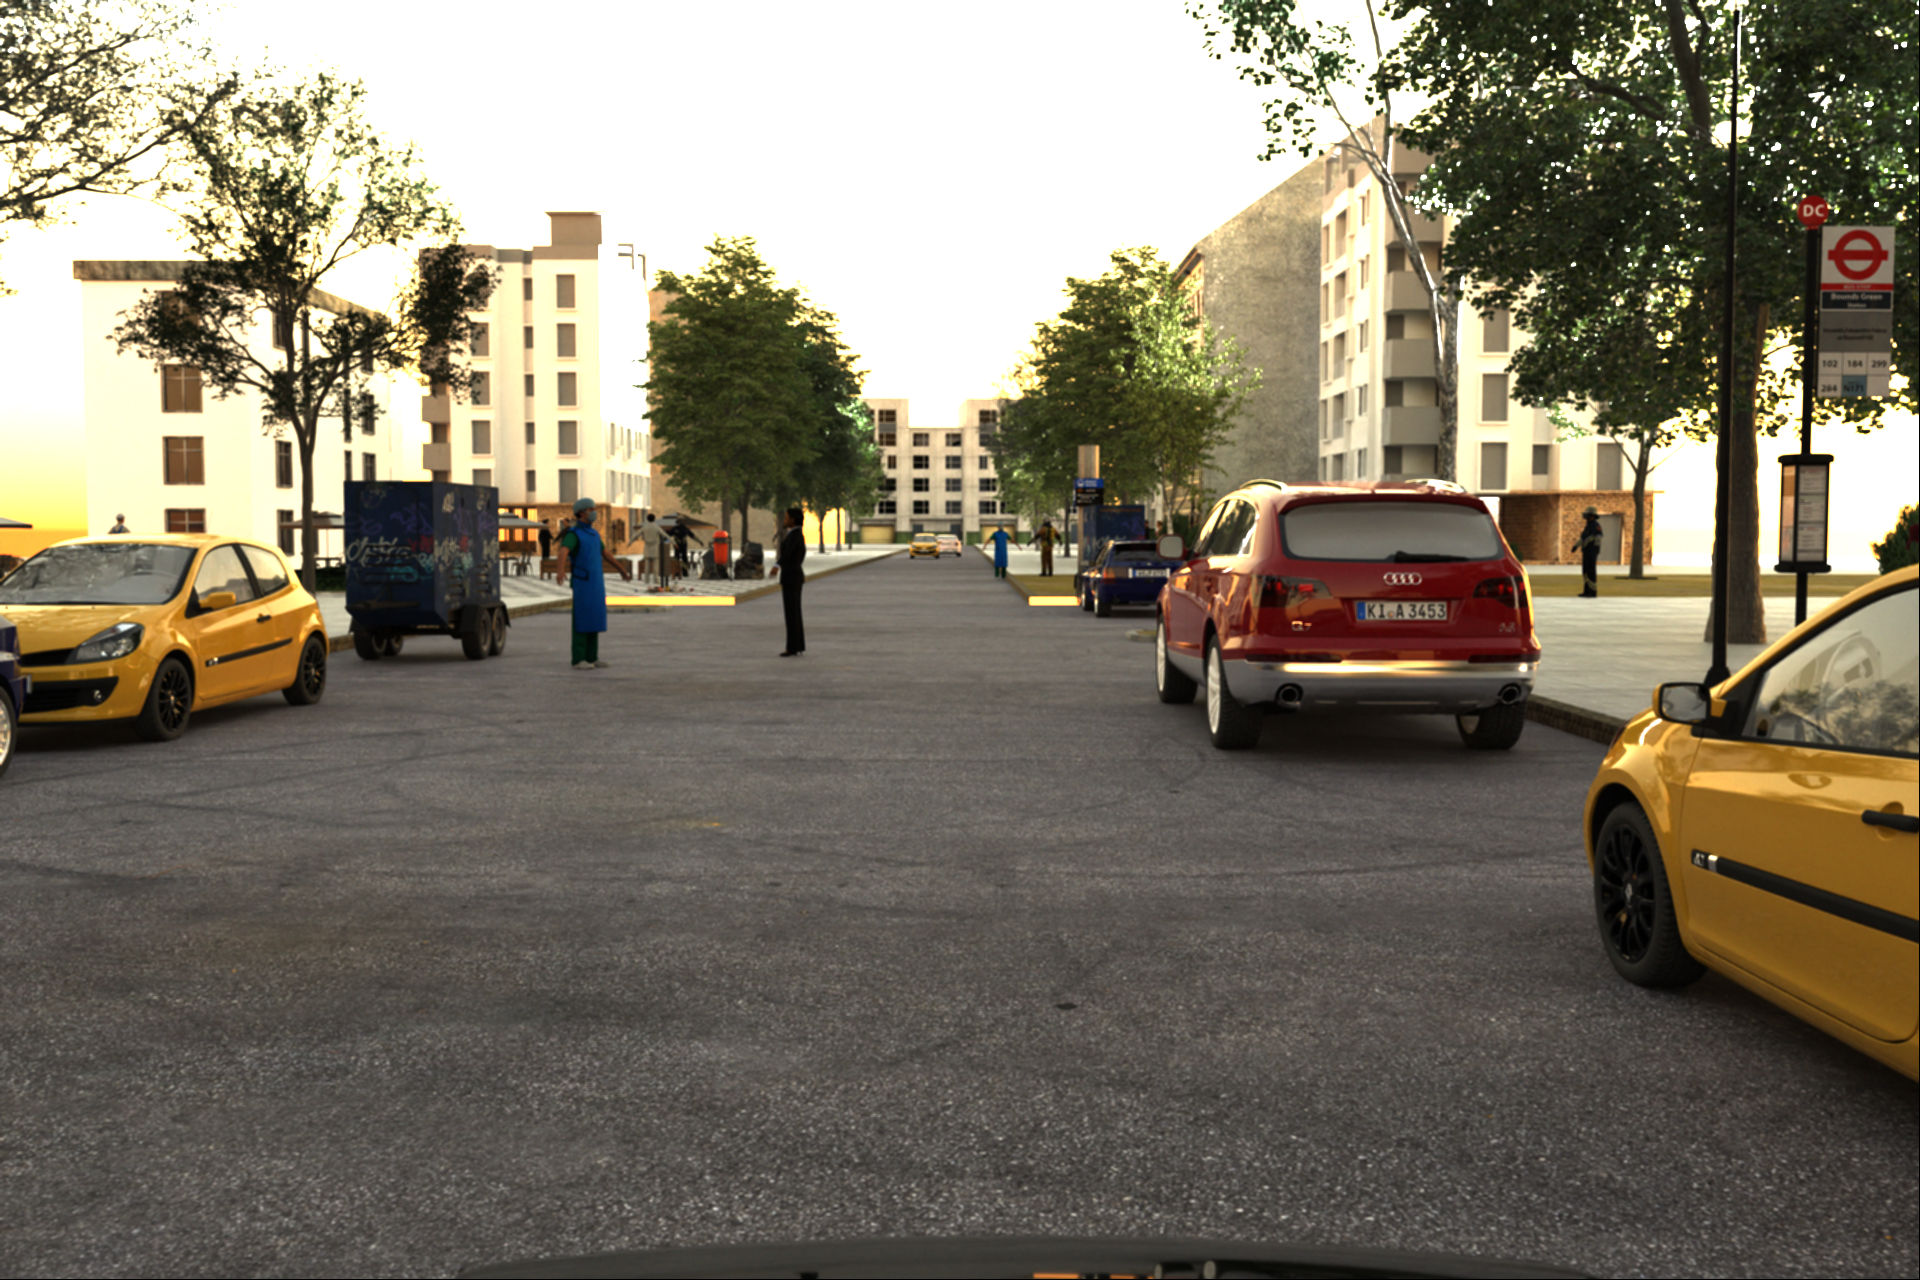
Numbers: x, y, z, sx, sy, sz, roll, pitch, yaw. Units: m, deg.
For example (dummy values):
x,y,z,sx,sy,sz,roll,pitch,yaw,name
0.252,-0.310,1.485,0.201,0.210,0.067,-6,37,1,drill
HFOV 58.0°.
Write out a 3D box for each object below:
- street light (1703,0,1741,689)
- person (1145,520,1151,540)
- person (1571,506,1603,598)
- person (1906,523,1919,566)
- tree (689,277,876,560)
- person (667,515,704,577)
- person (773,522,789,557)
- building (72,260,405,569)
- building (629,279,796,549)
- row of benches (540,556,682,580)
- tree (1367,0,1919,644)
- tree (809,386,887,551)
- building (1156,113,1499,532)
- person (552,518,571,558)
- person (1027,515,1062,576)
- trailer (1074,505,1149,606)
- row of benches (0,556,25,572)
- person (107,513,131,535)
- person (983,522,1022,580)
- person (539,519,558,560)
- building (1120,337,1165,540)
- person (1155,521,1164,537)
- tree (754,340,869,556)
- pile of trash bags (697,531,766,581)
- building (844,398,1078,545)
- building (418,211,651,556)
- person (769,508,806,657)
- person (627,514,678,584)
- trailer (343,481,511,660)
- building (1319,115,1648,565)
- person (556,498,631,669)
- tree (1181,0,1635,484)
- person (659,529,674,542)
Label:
x,y,z,sx,sy,sz,roll,pitch,yaw,name
6.757,-2.535,13.994,1.470,5.913,1.316,0,4,0,street light
6.900,-3.564,64.494,0.704,1.802,1.346,0,4,-6,person
12.724,-1.785,35.057,0.704,1.845,1.351,0,4,0,person
14.042,-0.986,25.335,0.599,1.438,0.989,2,4,25,person
-8.826,-10.884,84.616,9.857,13.997,8.962,0,3,0,tree
-8.361,-2.819,51.868,1.354,1.856,0.705,-1,4,-22,person
-7.445,-4.124,73.553,1.348,1.813,0.705,-3,5,-43,person
-26.529,-7.648,67.190,9.099,9.664,28.070,0,4,-1,building
-25.087,-20.016,158.191,19.493,23.208,18.063,0,4,1,building
-9.744,-2.035,48.729,4.104,0.672,1.422,1,4,9,row of benches
9.208,-6.931,19.984,9.857,13.997,8.962,0,3,0,tree
-9.564,-12.986,130.453,7.486,12.596,7.792,0,3,0,tree
21.977,-16.432,99.584,19.493,23.208,18.063,0,4,0,building
-13.182,-3.167,57.924,1.346,1.812,0.704,3,5,43,person
2.634,-2.875,52.772,1.354,1.858,0.705,-3,4,-36,person
3.074,-1.747,35.607,1.471,1.999,3.904,0,4,-1,trailer
-26.849,-2.186,51.197,4.104,0.672,1.422,-1,4,-12,row of benches
-22.878,-2.533,47.274,1.347,1.847,0.705,1,4,16,person
1.298,-2.805,54.438,1.347,1.817,0.704,-1,4,-23,person
-15.007,-3.482,62.867,0.705,1.837,1.347,-3,5,-40,person
24.508,-17.843,158.189,16.747,18.905,31.486,0,3,0,building
6.609,-3.143,58.189,0.721,1.733,1.217,1,4,19,person
-9.212,-11.188,101.057,7.486,12.596,7.792,0,3,0,tree
-6.496,-2.386,48.767,1.912,1.369,3.447,0,4,0,pile of trash bags
0.206,-22.195,231.806,31.486,18.905,16.747,0,4,-4,building
-25.659,-15.065,102.733,16.016,20.090,11.380,0,3,0,building
-2.039,-0.685,20.376,0.721,1.740,1.216,0,4,8,person
-7.960,-2.358,44.743,1.347,1.806,0.705,0,4,3,person
-6.126,-0.752,19.340,1.471,1.999,3.904,0,3,0,trailer
22.862,-13.941,84.348,16.016,20.090,11.380,0,4,0,building
-3.963,-0.606,18.490,0.704,1.817,1.347,1,4,20,person
8.686,-10.910,34.268,12.611,20.169,13.585,0,3,0,tree
-11.439,-3.713,66.854,1.345,1.843,0.704,-1,4,-9,person
